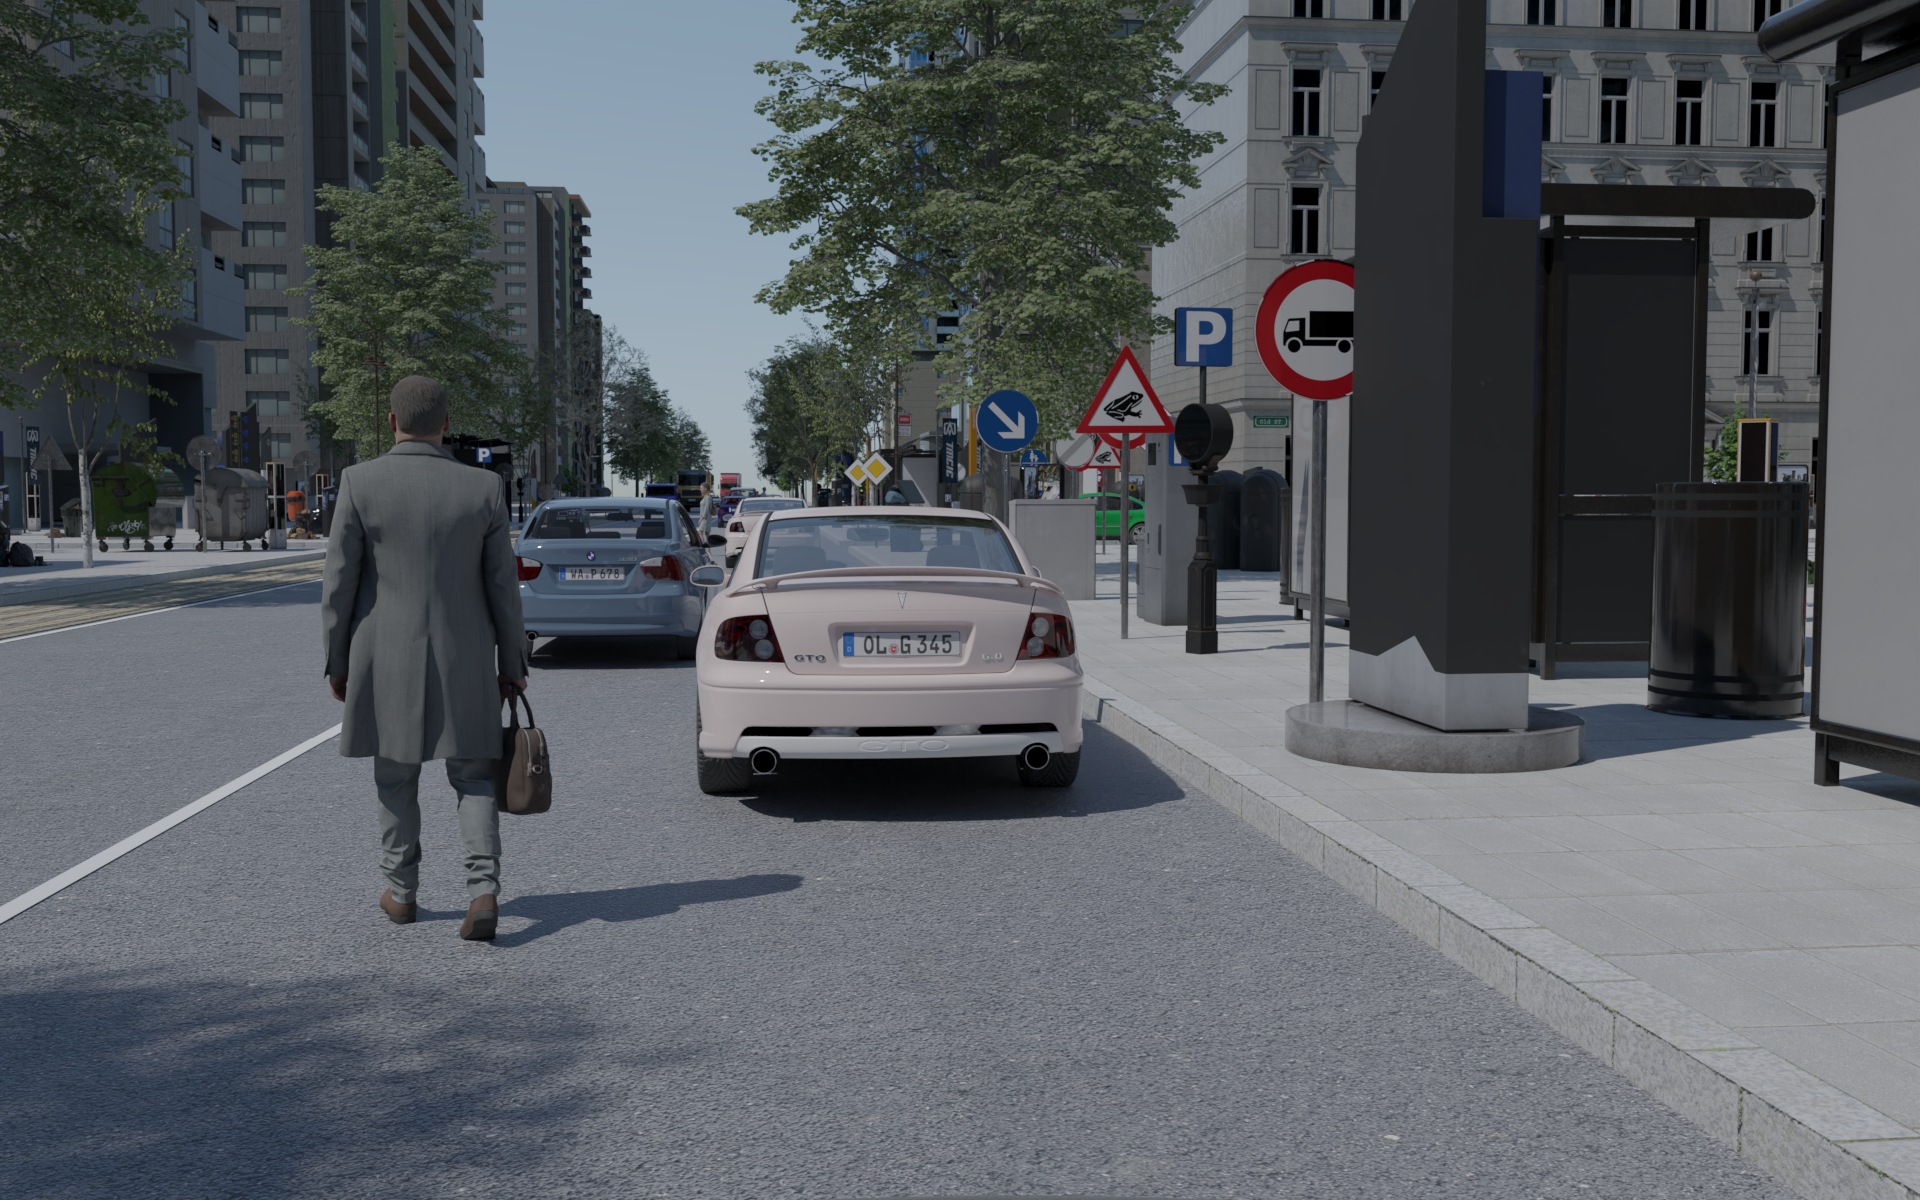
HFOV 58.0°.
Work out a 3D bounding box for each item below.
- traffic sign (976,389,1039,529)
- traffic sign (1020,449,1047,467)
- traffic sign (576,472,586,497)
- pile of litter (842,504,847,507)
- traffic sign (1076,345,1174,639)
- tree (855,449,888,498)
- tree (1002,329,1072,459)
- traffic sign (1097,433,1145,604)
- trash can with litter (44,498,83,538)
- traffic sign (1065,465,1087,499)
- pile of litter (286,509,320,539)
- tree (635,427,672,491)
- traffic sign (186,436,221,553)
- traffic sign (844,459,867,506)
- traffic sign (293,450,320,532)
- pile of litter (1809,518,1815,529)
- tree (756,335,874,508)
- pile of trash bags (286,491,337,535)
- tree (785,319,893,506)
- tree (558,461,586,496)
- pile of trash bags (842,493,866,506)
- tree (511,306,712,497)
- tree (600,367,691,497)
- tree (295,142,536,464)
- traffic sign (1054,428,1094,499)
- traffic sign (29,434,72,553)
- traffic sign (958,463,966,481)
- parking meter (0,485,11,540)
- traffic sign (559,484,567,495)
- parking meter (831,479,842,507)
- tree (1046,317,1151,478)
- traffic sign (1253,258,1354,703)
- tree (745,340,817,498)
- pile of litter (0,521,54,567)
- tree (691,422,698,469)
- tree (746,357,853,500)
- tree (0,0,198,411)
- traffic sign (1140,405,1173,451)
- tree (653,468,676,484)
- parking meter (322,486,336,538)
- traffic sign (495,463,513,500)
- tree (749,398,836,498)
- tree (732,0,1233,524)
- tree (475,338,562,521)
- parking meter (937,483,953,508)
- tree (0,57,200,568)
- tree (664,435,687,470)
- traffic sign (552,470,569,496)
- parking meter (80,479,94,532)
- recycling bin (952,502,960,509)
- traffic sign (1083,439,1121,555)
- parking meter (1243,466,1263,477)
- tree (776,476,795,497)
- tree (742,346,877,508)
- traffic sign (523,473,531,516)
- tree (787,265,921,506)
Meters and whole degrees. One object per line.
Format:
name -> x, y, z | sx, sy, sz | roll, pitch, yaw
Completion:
traffic sign -> 0.579, -1.291, 21.213 | 0.768, 2.556, 0.104 | 0, 4, 3
traffic sign -> 2.071, -2.973, 48.720 | 0.768, 2.556, 0.104 | 0, 4, -1
traffic sign -> -22.757, -6.320, 103.337 | 0.884, 2.594, 0.081 | 0, 4, -4
pile of litter -> -5.121, -3.833, 76.631 | 1.719, 0.858, 1.176 | 1, 4, 13
traffic sign -> 1.455, -0.932, 15.244 | 0.884, 2.594, 0.081 | 0, 4, 0
tree -> -4.141, -4.873, 74.274 | 1.663, 3.219, 1.824 | 0, 3, 0
tree -> 2.825, -7.536, 73.575 | 4.737, 8.622, 4.395 | 0, 3, 0
traffic sign -> 1.905, -1.222, 20.092 | 0.768, 2.556, 0.104 | 0, 4, -6
trash can with litter -> -26.189, -2.405, 50.701 | 0.624, 1.170, 1.055 | 2, 4, 32
traffic sign -> 2.724, -2.451, 40.172 | 0.768, 2.556, 0.104 | 0, 4, -1
pile of litter -> -18.909, -2.165, 49.370 | 1.176, 0.858, 1.719 | -3, 5, -42
tree -> -29.908, -13.260, 167.166 | 4.360, 8.622, 3.978 | 0, 3, 0
traffic sign -> -16.487, -2.302, 37.749 | 0.768, 2.556, 0.104 | 0, 4, 3
traffic sign -> -2.895, -2.781, 49.113 | 0.795, 2.450, 0.064 | 0, 4, -6
traffic sign -> -19.055, -3.083, 50.507 | 0.768, 2.556, 0.104 | 0, 4, -4
pile of litter -> 31.003, -3.033, 63.558 | 1.176, 0.858, 1.719 | -1, 4, -12
tree -> -11.479, -14.149, 137.988 | 9.857, 13.997, 8.962 | 0, 3, 0
pile of trash bags -> -19.964, -2.758, 54.839 | 1.912, 1.369, 3.447 | 1, 4, 22
tree -> -4.462, -7.252, 68.936 | 4.737, 8.622, 4.395 | 0, 3, 0
tree -> -22.784, -6.469, 100.377 | 1.663, 3.219, 1.824 | 0, 3, 0
pile of trash bags -> -4.734, -4.255, 79.315 | 1.912, 1.369, 3.447 | 0, 4, -3
tree -> -24.616, -12.456, 114.025 | 12.009, 13.543, 11.850 | 0, 3, 0
tree -> -28.622, -14.434, 154.124 | 7.486, 12.596, 7.792 | 0, 3, 0
tree -> -17.753, -8.439, 56.111 | 7.486, 12.596, 7.792 | 0, 3, 0
traffic sign -> 2.192, -2.028, 33.265 | 0.768, 2.556, 0.104 | 0, 4, -1
traffic sign -> -19.770, -2.304, 37.667 | 0.884, 2.594, 0.081 | 0, 4, -5
traffic sign -> -0.158, -4.306, 70.516 | 0.768, 2.556, 0.104 | 0, 4, -2
parking meter -> -26.527, -2.419, 47.962 | 0.372, 1.533, 0.369 | 0, 3, 0
traffic sign -> -23.403, -6.304, 103.068 | 0.884, 2.594, 0.081 | 0, 4, -4
parking meter -> -4.697, -3.686, 65.984 | 0.399, 1.863, 0.255 | -3, 5, -43
tree -> 5.232, -7.186, 67.853 | 4.360, 8.622, 3.978 | 0, 3, 0
traffic sign -> 1.967, -0.573, 9.483 | 0.768, 2.556, 0.104 | 0, 4, -4
tree -> -20.110, -21.867, 213.411 | 12.611, 20.169, 13.585 | 0, 3, 0
pile of litter -> -17.056, -1.019, 30.634 | 1.719, 0.858, 1.176 | -1, 4, -10
tree -> -33.363, -16.309, 184.779 | 7.486, 12.596, 7.792 | 0, 3, 0
tree -> -13.842, -14.739, 151.349 | 12.009, 13.543, 11.850 | 0, 3, 0
tree -> -13.772, -6.364, 22.175 | 7.486, 12.596, 7.792 | 0, 3, 0
traffic sign -> 2.515, -1.269, 21.932 | 0.795, 2.450, 0.064 | 0, 4, -5
tree -> -33.917, -13.167, 198.988 | 4.285, 4.588, 4.351 | 0, 3, 0
parking meter -> -18.649, -2.616, 51.188 | 0.372, 1.533, 0.369 | 0, 3, 0
traffic sign -> -18.780, -4.357, 71.347 | 0.768, 2.556, 0.104 | 0, 4, 1
tree -> -16.663, -15.833, 175.882 | 9.611, 12.733, 9.660 | 0, 3, 0
tree -> 0.380, -6.641, 26.715 | 7.486, 12.596, 7.792 | 0, 3, 0
tree -> -20.740, -8.045, 81.893 | 4.737, 8.622, 4.395 | 0, 3, 0
parking meter -> -0.367, -2.018, 41.398 | 0.372, 1.533, 0.369 | 0, 3, 0
tree -> -14.980, -4.839, 29.474 | 4.737, 8.622, 4.395 | 0, 3, 0
tree -> -35.830, -16.006, 212.059 | 4.737, 8.622, 4.395 | 0, 3, 0
traffic sign -> -21.292, -5.645, 92.299 | 0.884, 2.594, 0.081 | 0, 4, 1
parking meter -> -29.288, -3.206, 58.130 | 0.399, 1.863, 0.255 | -2, 4, -30
recycling bin -> -0.019, -2.779, 57.991 | 0.722, 1.027, 0.722 | 2, 4, 34
traffic sign -> 3.033, -2.228, 36.438 | 0.884, 2.594, 0.081 | 0, 4, 0
parking meter -> 6.217, -1.906, 36.876 | 0.399, 1.863, 0.255 | 3, 5, 40
tree -> -23.150, -15.115, 230.835 | 4.285, 4.588, 4.351 | 0, 3, 0
tree -> -9.167, -10.674, 108.925 | 8.767, 10.594, 7.601 | -2, 4, -29
traffic sign -> -25.660, -6.306, 103.204 | 0.768, 2.556, 0.104 | 0, 4, -5
tree -> -2.982, -6.382, 54.702 | 4.360, 8.622, 3.978 | 0, 3, 0
